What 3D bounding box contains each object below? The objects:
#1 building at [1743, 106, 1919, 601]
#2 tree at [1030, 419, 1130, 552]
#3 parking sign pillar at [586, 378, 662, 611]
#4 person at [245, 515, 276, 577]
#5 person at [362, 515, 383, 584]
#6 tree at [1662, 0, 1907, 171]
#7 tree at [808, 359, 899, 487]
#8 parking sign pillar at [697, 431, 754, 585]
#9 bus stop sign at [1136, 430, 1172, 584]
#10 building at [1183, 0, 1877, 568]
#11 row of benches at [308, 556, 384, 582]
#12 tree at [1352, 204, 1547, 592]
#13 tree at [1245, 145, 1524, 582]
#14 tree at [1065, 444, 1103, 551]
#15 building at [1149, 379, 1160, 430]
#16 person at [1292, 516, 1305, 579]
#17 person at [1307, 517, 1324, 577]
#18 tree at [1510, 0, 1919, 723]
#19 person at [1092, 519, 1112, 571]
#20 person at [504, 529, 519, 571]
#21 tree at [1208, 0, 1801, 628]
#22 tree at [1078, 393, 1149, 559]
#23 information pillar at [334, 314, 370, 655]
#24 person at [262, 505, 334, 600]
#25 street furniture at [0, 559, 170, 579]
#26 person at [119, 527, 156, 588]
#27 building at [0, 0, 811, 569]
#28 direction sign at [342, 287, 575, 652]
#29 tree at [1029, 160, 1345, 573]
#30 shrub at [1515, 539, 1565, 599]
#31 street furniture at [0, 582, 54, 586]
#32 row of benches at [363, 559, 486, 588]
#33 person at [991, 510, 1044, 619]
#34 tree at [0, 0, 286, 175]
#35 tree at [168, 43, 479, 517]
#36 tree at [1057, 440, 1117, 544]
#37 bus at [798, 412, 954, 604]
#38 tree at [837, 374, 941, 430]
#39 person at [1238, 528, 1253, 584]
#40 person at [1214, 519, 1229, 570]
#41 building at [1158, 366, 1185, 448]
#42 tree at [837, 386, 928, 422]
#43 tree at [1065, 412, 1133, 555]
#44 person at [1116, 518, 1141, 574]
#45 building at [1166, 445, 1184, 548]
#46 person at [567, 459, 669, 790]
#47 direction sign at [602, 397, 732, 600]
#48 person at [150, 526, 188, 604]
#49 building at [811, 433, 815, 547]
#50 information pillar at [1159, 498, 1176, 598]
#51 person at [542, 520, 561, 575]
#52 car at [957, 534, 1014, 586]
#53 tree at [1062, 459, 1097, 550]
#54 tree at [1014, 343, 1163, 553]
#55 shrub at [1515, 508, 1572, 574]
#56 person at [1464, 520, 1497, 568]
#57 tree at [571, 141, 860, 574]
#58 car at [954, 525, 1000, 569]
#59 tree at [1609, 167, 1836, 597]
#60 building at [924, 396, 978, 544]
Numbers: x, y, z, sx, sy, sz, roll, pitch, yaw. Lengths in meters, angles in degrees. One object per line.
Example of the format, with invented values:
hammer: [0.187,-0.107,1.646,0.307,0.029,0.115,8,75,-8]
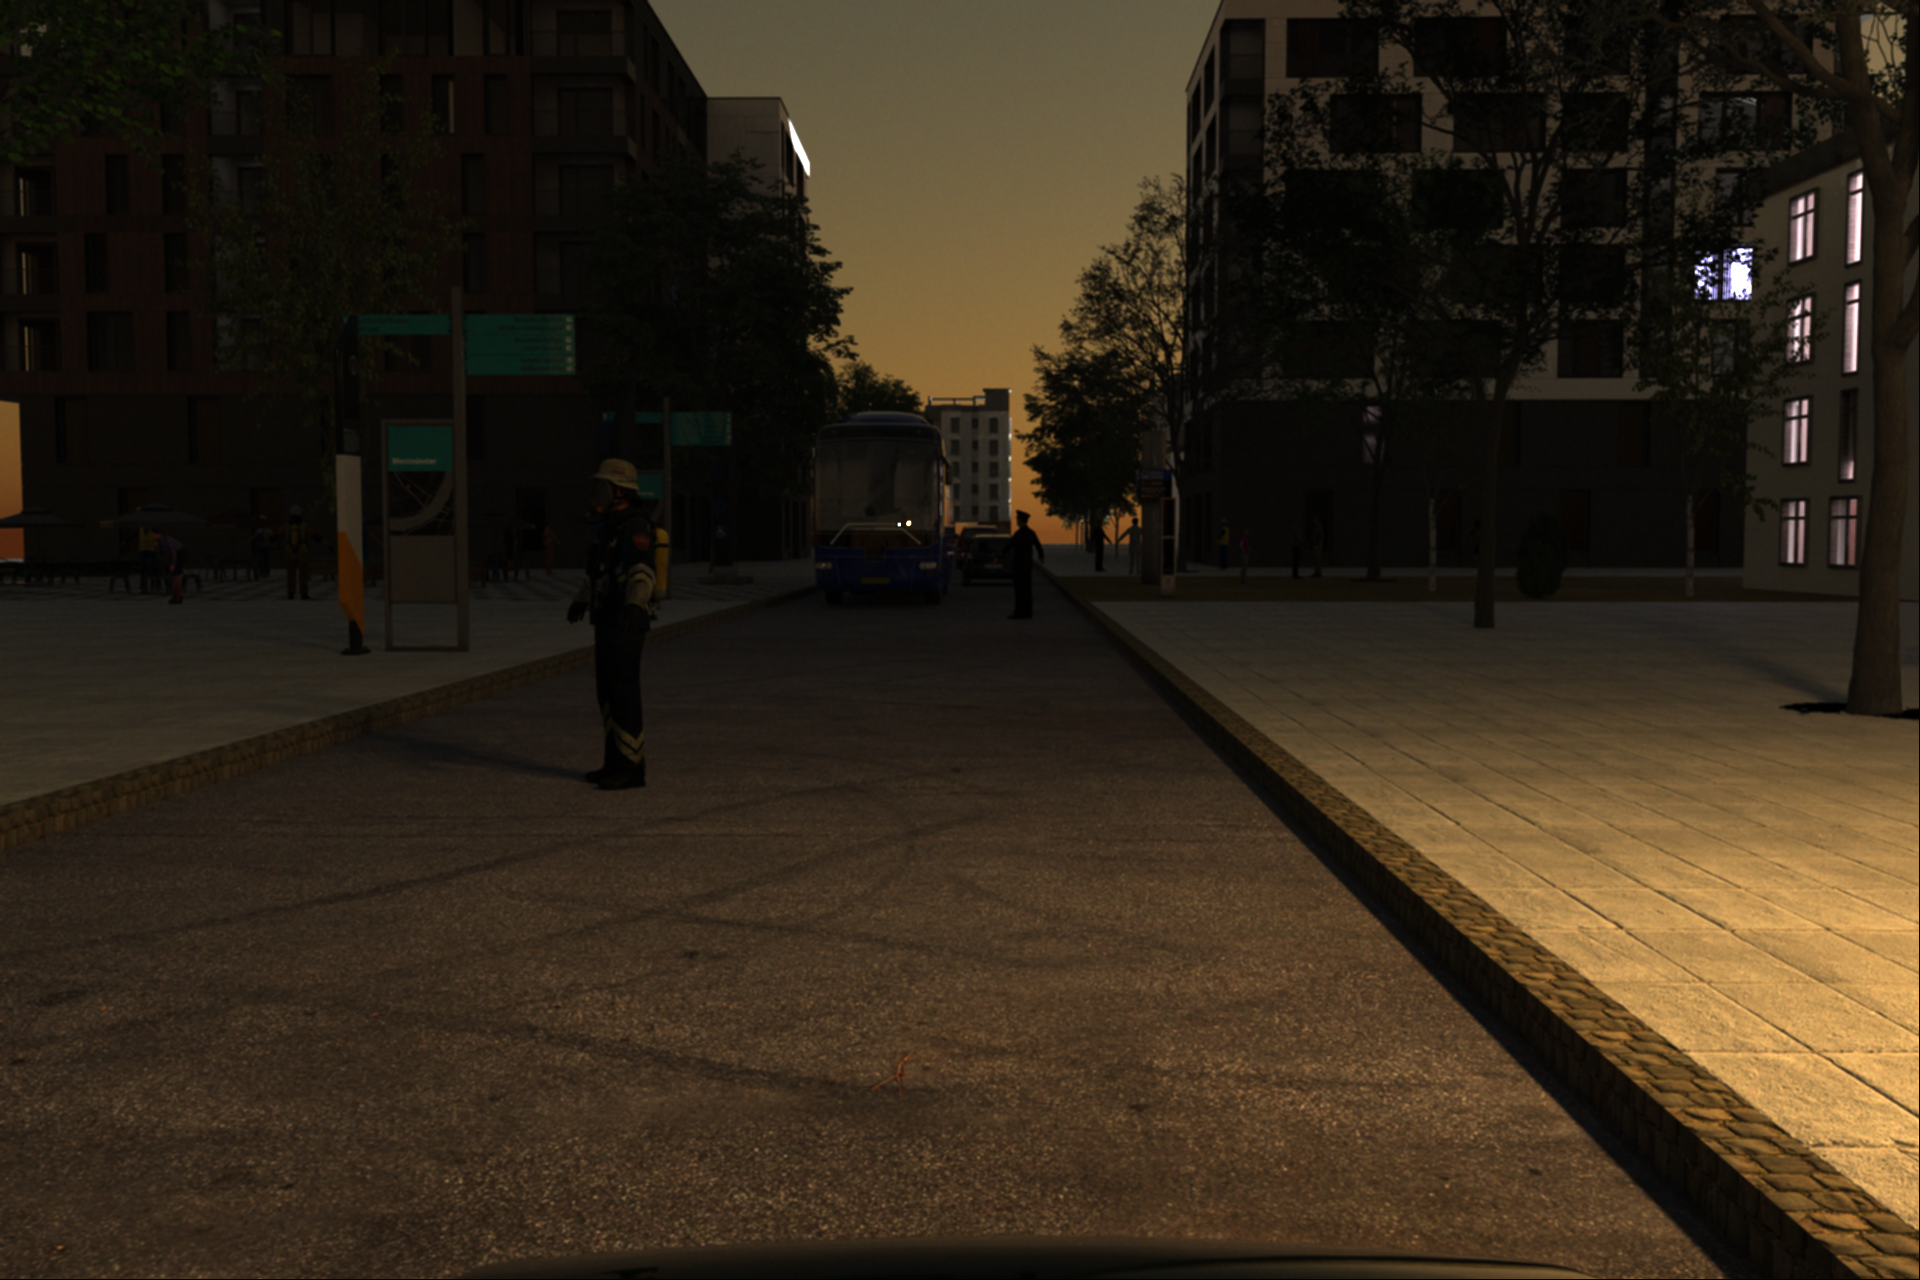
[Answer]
building: [22.718,-5.184,26.901,9.099,9.664,28.070,0,4,1]
tree: [9.267,-11.657,124.998,8.767,10.594,7.601,0,4,2]
parking sign pillar: [-5.813,-2.500,29.350,1.447,3.967,1.447,0,4,0]
person: [-20.978,-2.828,52.097,1.347,1.847,0.705,2,4,31]
person: [-15.381,-2.343,44.435,1.347,1.817,0.704,1,4,19]
tree: [28.247,-12.014,52.313,12.611,20.169,13.585,0,3,0]
tree: [-7.009,-10.814,102.570,9.928,11.665,9.643,0,3,0]
parking sign pillar: [-6.052,-3.433,44.597,1.447,3.967,1.447,0,4,2]
bus stop sign: [4.952,-3.380,44.282,0.837,3.901,0.837,0,4,0]
building: [24.381,-14.559,82.006,27.936,21.610,32.646,0,4,2]
row of benches: [-16.747,-2.016,48.428,1.422,0.672,4.104,1,4,19]
tree: [10.560,-5.399,38.644,4.360,8.622,3.978,0,3,0]
tree: [11.384,-7.391,46.601,9.928,11.665,9.643,0,3,0]
tree: [8.765,-11.122,132.210,4.360,8.622,3.978,0,3,0]
building: [27.847,-21.558,208.899,16.016,20.090,11.380,0,4,2]
person: [9.732,-2.676,49.874,0.705,1.813,1.348,0,4,5]
person: [10.680,-2.788,51.862,0.705,1.796,1.348,0,4,-5]
tree: [6.581,-6.204,11.809,12.009,13.543,11.850,0,3,0]
person: [4.846,-3.275,59.778,0.704,1.802,1.346,2,4,33]
person: [-15.689,-3.319,60.395,0.704,1.812,1.346,-2,4,-30]
tree: [6.955,-5.429,23.182,8.767,10.594,7.601,3,4,38]
tree: [8.207,-8.596,90.907,4.737,8.622,4.395,0,3,0]
information pillar: [-6.459,-1.649,18.324,0.183,3.616,0.504,0,4,2]
person: [-13.015,-1.728,34.021,1.354,1.858,0.705,-1,4,-9]
street furniture: [-28.425,-2.165,51.021,10.072,0.657,5.734,-2,4,-32]
person: [-19.466,-2.140,41.459,1.216,1.772,0.721,-1,4,-10]
building: [-22.353,-14.399,79.394,27.936,21.610,32.646,0,4,1]
direction sign: [-5.416,-1.874,19.395,2.525,3.948,1.411,0,4,2]
tree: [7.445,-9.017,57.800,12.009,13.543,11.850,0,3,0]
shrub: [11.530,-1.430,34.500,1.383,1.207,1.383,0,3,0]
street furniture: [-25.565,-1.695,34.568,9.812,1.723,11.010,2,4,32]
row of benches: [-13.210,-1.620,41.958,4.104,0.672,1.422,2,4,24]
person: [1.039,-1.279,29.308,0.705,1.837,1.347,3,5,41]
tree: [-8.979,-5.328,12.861,9.928,11.665,9.643,0,3,0]
tree: [-9.209,-4.591,25.431,4.737,8.622,4.395,0,3,0]
tree: [16.628,-19.570,226.621,9.857,13.997,8.962,0,3,0]
bus: [-1.509,-2.870,38.479,2.896,3.916,12.251,0,4,1]
tree: [-6.120,-14.242,139.508,9.857,13.997,8.962,0,3,0]
person: [7.387,-2.161,44.598,0.599,1.433,0.991,1,4,22]
person: [9.417,-3.433,62.105,0.705,1.833,1.349,2,4,25]
building: [27.236,-20.574,192.806,16.016,20.090,11.380,0,4,2]
tree: [-6.001,-11.967,121.422,9.928,11.665,9.643,0,3,0]
tree: [8.110,-9.495,105.602,4.360,8.622,3.978,0,3,0]
person: [5.618,-3.013,55.451,1.347,1.806,0.705,1,4,21]
building: [24.407,-13.546,163.627,9.099,9.664,28.070,0,4,2]
person: [-1.966,-0.098,9.844,0.705,1.856,1.354,-2,4,-26]
direction sign: [-5.694,-2.789,34.358,2.525,3.948,1.411,0,4,1]
person: [-14.504,-1.377,31.791,0.421,1.427,0.697,2,4,32]
building: [-23.498,-20.240,161.857,19.493,23.208,18.063,0,4,1]
information pillar: [4.192,-1.865,34.991,0.304,2.012,0.304,0,4,0]
person: [-12.925,-2.936,54.814,0.721,1.733,1.217,-3,4,-38]
car: [0.916,-2.402,49.059,2.009,1.686,4.222,0,4,0]
tree: [9.732,-11.470,137.890,4.360,8.622,3.978,0,3,0]
tree: [8.744,-12.750,115.114,9.857,13.997,8.962,0,3,0]
shrub: [16.782,-2.775,49.797,1.690,2.028,1.600,0,3,0]
person: [19.582,-3.619,65.313,1.345,1.843,0.704,3,5,44]
tree: [-7.900,-9.120,55.768,9.857,13.997,8.962,0,3,0]
car: [0.863,-3.970,73.575,2.281,1.827,5.304,0,4,1]
tree: [14.966,-5.177,35.005,4.737,8.622,4.395,0,3,0]
building: [-4.415,-22.682,229.722,11.380,20.090,16.016,0,4,6]
